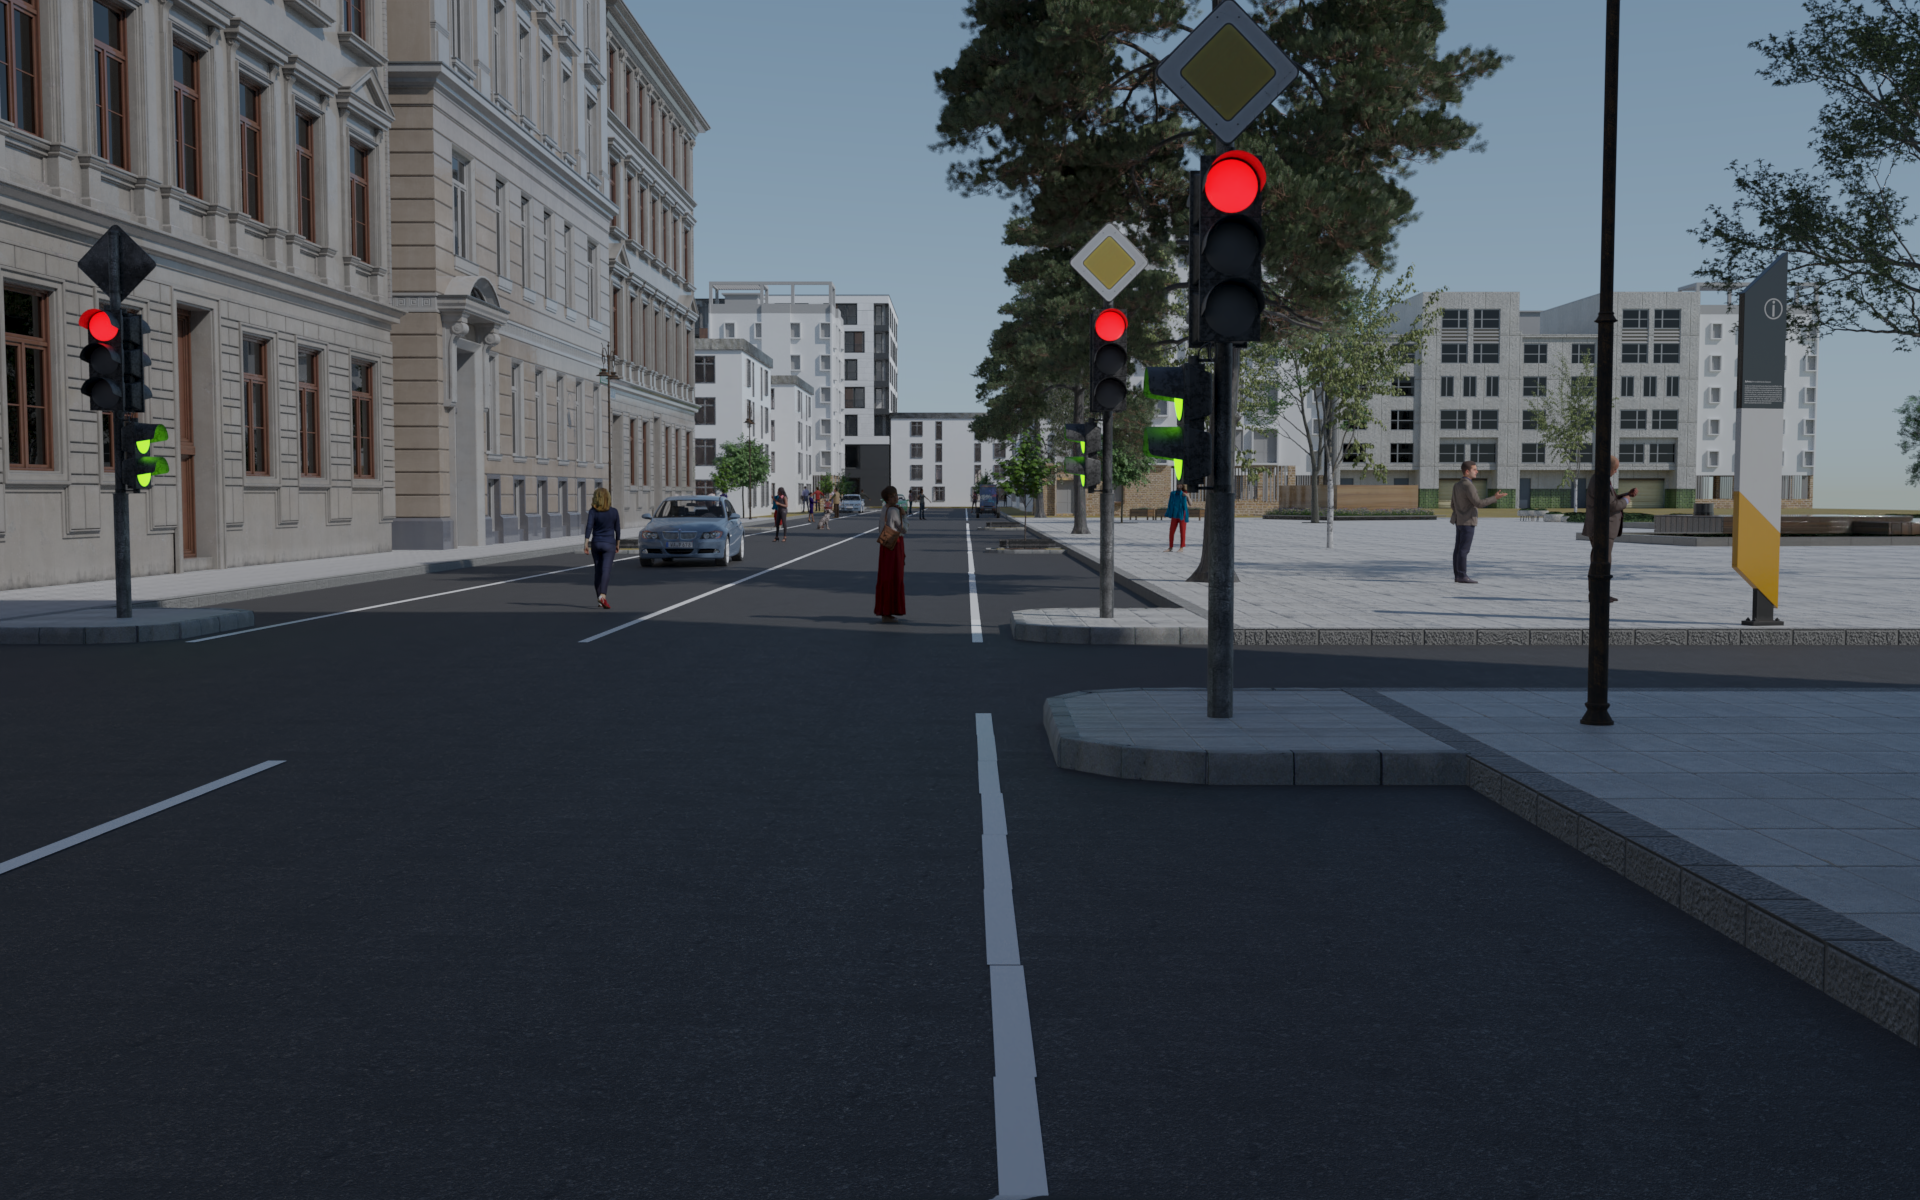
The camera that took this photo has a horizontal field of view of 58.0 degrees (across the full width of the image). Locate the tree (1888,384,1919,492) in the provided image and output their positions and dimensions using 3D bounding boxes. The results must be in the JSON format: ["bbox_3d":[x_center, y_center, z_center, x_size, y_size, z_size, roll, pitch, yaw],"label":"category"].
[{"bbox_3d":[50.243,-7.295,82.177,11.467,7.101,20.602,1,4,9],"label":"tree"}]

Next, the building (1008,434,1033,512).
[{"bbox_3d":[9.458,-13.020,155.016,9.099,9.664,28.070,0,4,0],"label":"building"}]

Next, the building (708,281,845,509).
[{"bbox_3d":[-16.655,-18.607,160.644,11.380,20.091,16.016,0,4,0],"label":"building"}]

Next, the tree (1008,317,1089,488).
[{"bbox_3d":[4.232,-7.023,65.188,4.360,8.622,3.978,0,3,0],"label":"tree"}]

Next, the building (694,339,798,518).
[{"bbox_3d":[-16.140,-10.118,107.584,9.099,9.664,28.070,0,4,0],"label":"building"}]

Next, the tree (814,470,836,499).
[{"bbox_3d":[-10.368,-8.638,135.833,1.663,3.219,1.824,0,3,0],"label":"tree"}]

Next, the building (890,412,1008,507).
[{"bbox_3d":[6.815,-14.701,182.506,28.070,9.664,9.099,0,4,0],"label":"building"}]

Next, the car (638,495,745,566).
[{"bbox_3d":[-5.491,-1.456,35.813,2.014,1.417,4.499,0,4,-1],"label":"car"}]

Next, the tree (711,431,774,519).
[{"bbox_3d":[-11.444,-6.582,91.337,4.285,4.588,4.351,0,3,0],"label":"tree"}]

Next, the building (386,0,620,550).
[{"bbox_3d":[-18.012,-16.060,48.491,13.634,28.700,20.117,0,4,0],"label":"building"}]

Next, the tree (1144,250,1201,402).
[{"bbox_3d":[6.990,-5.939,47.457,4.737,8.622,4.395,0,3,0],"label":"tree"}]

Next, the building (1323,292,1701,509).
[{"bbox_3d":[48.827,-17.947,159.895,31.486,18.905,16.747,0,4,0],"label":"building"}]

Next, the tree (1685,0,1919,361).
[{"bbox_3d":[14.605,-5.587,25.767,7.601,10.594,8.767,0,4,7],"label":"tree"}]

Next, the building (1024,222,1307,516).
[{"bbox_3d":[12.000,-15.308,106.706,16.016,20.091,11.380,0,4,0],"label":"building"}]

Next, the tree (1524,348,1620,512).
[{"bbox_3d":[30.733,-8.355,86.974,4.737,8.622,4.395,0,3,0],"label":"tree"}]

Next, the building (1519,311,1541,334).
[{"bbox_3d":[54.669,-20.098,185.015,11.380,20.091,16.016,0,4,0],"label":"building"}]

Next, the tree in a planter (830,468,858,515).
[{"bbox_3d":[-8.076,-7.508,119.981,1.991,3.239,1.994,0,4,0],"label":"tree in a planter"}]

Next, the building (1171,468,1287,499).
[{"bbox_3d":[34.935,-14.679,182.143,28.070,9.664,9.099,0,4,0],"label":"building"}]

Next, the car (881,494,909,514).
[{"bbox_3d":[-4.727,-7.012,126.441,2.131,1.459,4.920,0,4,-1],"label":"car"}]

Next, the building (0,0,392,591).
[{"bbox_3d":[-17.597,-11.738,28.081,11.583,22.565,21.152,0,4,0],"label":"building"}]

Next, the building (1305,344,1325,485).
[{"bbox_3d":[26.755,-18.602,160.568,11.380,20.091,16.016,0,4,0],"label":"building"}]

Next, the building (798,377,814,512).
[{"bbox_3d":[-16.038,-11.885,136.470,9.099,9.664,28.070,0,4,0],"label":"building"}]

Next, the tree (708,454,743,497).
[{"bbox_3d":[-11.168,-5.398,82.865,1.663,3.219,1.824,0,3,0],"label":"tree"}]

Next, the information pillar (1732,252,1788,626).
[{"bbox_3d":[7.766,-1.557,16.805,0.504,3.616,0.183,-1,4,-13],"label":"information pillar"}]

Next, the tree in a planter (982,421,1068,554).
[{"bbox_3d":[1.616,-2.777,42.623,1.991,3.239,1.994,0,4,0],"label":"tree in a planter"}]

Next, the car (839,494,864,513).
[{"bbox_3d":[-8.238,-7.311,131.541,2.014,1.417,4.499,0,4,1],"label":"car"}]

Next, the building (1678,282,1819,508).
[{"bbox_3d":[70.519,-18.648,161.317,11.380,20.091,16.016,0,4,0],"label":"building"}]

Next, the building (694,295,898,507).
[{"bbox_3d":[-23.517,-21.252,191.437,32.646,21.610,27.936,0,4,0],"label":"building"}]

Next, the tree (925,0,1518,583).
[{"bbox_3d":[3.700,-7.165,24.571,7.806,13.903,7.818,0,3,0],"label":"tree"}]

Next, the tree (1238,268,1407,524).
[{"bbox_3d":[15.625,-9.182,75.881,9.928,11.665,9.643,0,3,0],"label":"tree"}]

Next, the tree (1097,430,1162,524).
[{"bbox_3d":[7.114,-5.635,75.840,4.285,4.588,4.351,0,3,0],"label":"tree"}]

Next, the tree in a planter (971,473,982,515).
[{"bbox_3d":[1.827,-7.490,119.686,1.991,3.239,1.994,0,4,0],"label":"tree in a planter"}]

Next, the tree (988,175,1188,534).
[{"bbox_3d":[3.802,-8.151,55.326,6.751,12.117,7.091,0,3,0],"label":"tree"}]

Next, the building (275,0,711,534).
[{"bbox_3d":[-17.258,-14.274,69.529,11.583,22.565,21.152,0,4,0],"label":"building"}]

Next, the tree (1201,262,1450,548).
[{"bbox_3d":[8.958,-5.530,40.770,4.737,8.622,4.395,0,3,0],"label":"tree"}]

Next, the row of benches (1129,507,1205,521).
[{"bbox_3d":[10.178,-4.214,84.364,4.104,0.672,1.422,3,4,37],"label":"row of benches"}]

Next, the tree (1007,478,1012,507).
[{"bbox_3d":[4.956,-10.774,170.752,1.663,3.219,1.824,0,3,0],"label":"tree"}]
